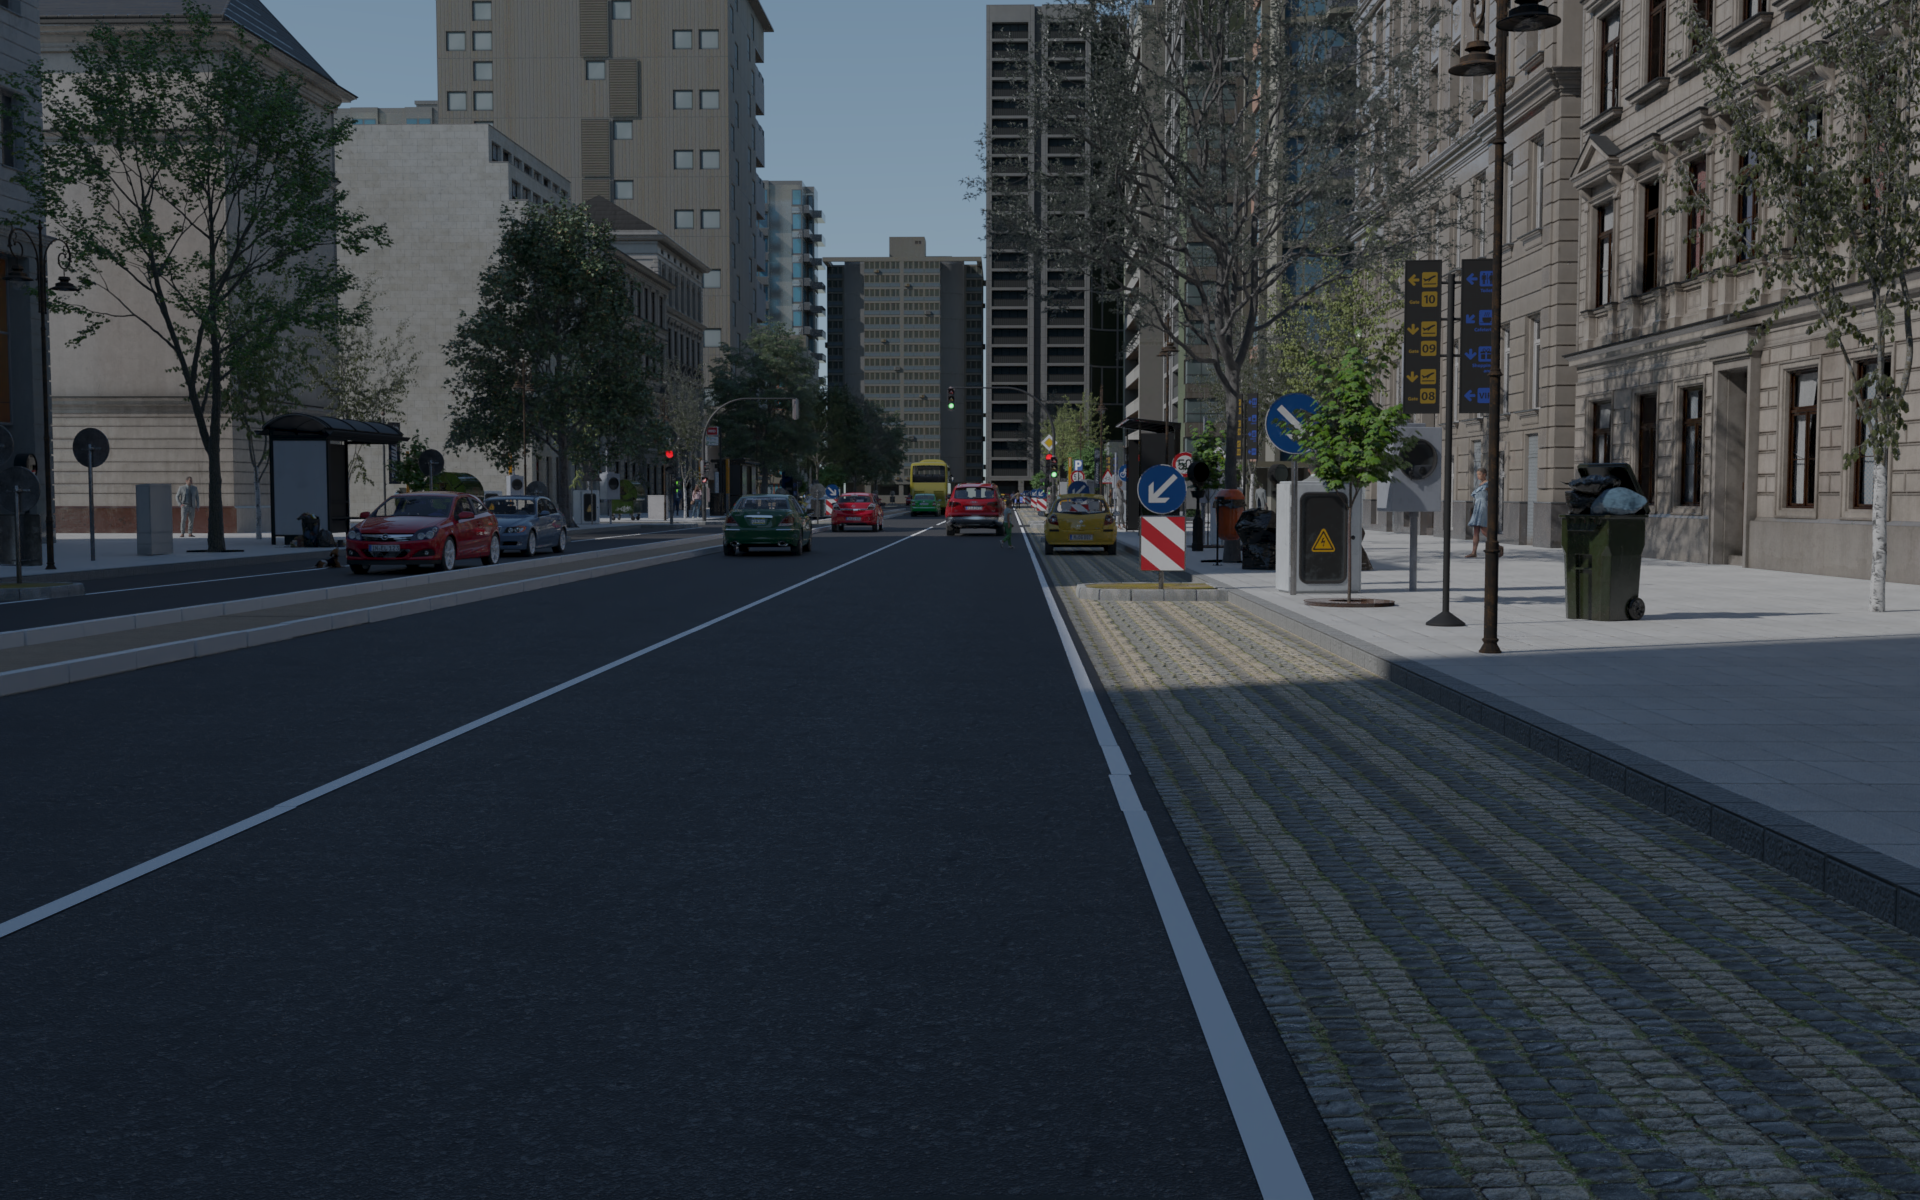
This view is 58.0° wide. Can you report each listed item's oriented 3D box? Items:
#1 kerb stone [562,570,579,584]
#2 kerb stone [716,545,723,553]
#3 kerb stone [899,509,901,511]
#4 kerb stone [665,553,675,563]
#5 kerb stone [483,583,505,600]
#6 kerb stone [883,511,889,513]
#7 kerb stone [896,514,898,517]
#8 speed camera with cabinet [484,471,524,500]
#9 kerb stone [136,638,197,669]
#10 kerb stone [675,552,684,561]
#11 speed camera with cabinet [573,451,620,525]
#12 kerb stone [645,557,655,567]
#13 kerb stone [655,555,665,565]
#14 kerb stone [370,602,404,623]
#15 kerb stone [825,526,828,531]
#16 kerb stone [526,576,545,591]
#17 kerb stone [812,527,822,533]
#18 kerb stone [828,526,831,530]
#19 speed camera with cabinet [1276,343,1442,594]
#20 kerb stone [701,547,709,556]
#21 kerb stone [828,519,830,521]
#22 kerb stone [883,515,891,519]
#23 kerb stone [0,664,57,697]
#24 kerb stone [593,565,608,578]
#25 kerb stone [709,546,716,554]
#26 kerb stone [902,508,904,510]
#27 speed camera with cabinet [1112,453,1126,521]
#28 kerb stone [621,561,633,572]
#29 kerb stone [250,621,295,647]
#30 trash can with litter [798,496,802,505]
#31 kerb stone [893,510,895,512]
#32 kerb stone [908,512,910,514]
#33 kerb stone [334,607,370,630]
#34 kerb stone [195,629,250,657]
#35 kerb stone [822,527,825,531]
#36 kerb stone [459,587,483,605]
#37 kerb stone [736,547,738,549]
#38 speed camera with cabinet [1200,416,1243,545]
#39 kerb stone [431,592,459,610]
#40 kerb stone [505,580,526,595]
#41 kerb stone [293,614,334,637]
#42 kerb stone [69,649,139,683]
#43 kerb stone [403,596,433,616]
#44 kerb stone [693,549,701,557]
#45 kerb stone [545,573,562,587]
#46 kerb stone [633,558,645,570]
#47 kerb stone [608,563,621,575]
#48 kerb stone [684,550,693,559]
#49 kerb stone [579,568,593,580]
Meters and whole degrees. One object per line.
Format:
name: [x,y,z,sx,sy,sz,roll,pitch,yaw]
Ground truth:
kerb stone: [-6.394,-0.355,28.007,0.120,0.150,1.000,0,4,2]
kerb stone: [-6.003,-1.232,42.363,0.120,0.150,1.000,0,4,2]
kerb stone: [-5.255,-7.475,144.418,0.120,0.150,1.000,0,4,2]
kerb stone: [-6.173,-0.857,36.227,0.120,0.150,1.000,0,4,2]
kerb stone: [-6.513,-0.102,23.890,0.120,0.150,1.000,0,4,2]
kerb stone: [-5.626,-6.660,131.079,0.120,0.150,1.000,0,4,2]
kerb stone: [-4.159,-5.276,108.460,0.120,0.150,1.000,0,4,2]
speed camera with cabinet: [-21.848,-5.391,82.476,2.038,3.252,0.660,-2,4,-34]
kerb stone: [-6.778,0.460,14.669,0.120,0.150,1.000,0,4,2]
kerb stone: [-6.137,-0.920,37.251,0.120,0.150,1.000,0,4,2]
speed camera with cabinet: [-15.446,-4.850,73.639,0.660,3.252,2.038,3,5,42]
kerb stone: [-6.229,-0.733,34.173,0.120,0.150,1.000,0,4,2]
kerb stone: [-6.199,-0.795,35.196,0.120,0.150,1.000,0,4,2]
kerb stone: [-6.619,0.147,19.789,0.120,0.150,1.000,0,4,2]
kerb stone: [-5.311,-2.737,66.951,0.120,0.150,1.000,0,4,2]
kerb stone: [-6.452,-0.229,25.940,0.120,0.150,1.000,0,4,2]
kerb stone: [-5.367,-2.612,64.899,0.120,0.150,1.000,0,4,2]
kerb stone: [-5.285,-2.800,67.975,0.120,0.150,1.000,0,4,2]
speed camera with cabinet: [5.197,-1.726,22.563,2.038,3.252,0.660,0,4,-7]
kerb stone: [-6.056,-1.108,40.319,0.120,0.150,1.000,0,4,2]
kerb stone: [-6.828,-4.023,88.038,0.120,0.150,1.000,0,4,2]
kerb stone: [-4.329,-4.890,102.315,0.120,0.150,1.000,0,4,2]
kerb stone: [-6.826,0.586,12.620,0.120,0.150,1.000,0,4,2]
kerb stone: [-6.336,-0.481,30.064,0.120,0.150,1.000,0,4,2]
kerb stone: [-6.026,-1.171,41.341,0.120,0.150,1.000,0,4,2]
kerb stone: [-5.148,-7.726,148.514,0.120,0.150,1.000,0,4,2]
speed camera with cabinet: [7.724,-5.376,82.226,0.660,3.252,2.038,0,4,-7]
kerb stone: [-6.279,-0.607,32.115,0.120,0.150,1.000,0,4,2]
kerb stone: [-6.709,0.341,16.716,0.120,0.150,1.000,0,4,2]
trash can with litter: [-12.533,-7.678,136.929,1.055,1.170,0.624,1,4,15]
kerb stone: [-5.459,-7.035,137.225,0.120,0.150,1.000,0,4,2]
kerb stone: [-3.781,-6.092,121.795,0.120,0.150,1.000,0,4,2]
kerb stone: [-6.662,0.210,18.767,0.120,0.150,1.000,0,4,2]
kerb stone: [-6.740,0.398,15.695,0.120,0.150,1.000,0,4,2]
kerb stone: [-5.339,-2.675,65.924,0.120,0.150,1.000,0,4,2]
kerb stone: [-6.539,-0.041,22.859,0.120,0.150,1.000,0,4,2]
kerb stone: [-5.888,-1.480,46.462,0.120,0.150,1.000,0,4,2]
speed camera with cabinet: [6.558,-3.013,43.592,0.660,3.252,2.038,-1,4,-9]
kerb stone: [-6.566,0.022,21.835,0.120,0.150,1.000,0,4,2]
kerb stone: [-6.483,-0.165,24.912,0.120,0.150,1.000,0,4,2]
kerb stone: [-6.695,0.273,17.738,0.120,0.150,1.000,0,4,2]
kerb stone: [-6.799,0.523,13.643,0.120,0.150,1.000,0,4,2]
kerb stone: [-6.594,0.087,20.811,0.120,0.150,1.000,0,4,2]
kerb stone: [-6.081,-1.043,39.298,0.120,0.150,1.000,0,4,2]
kerb stone: [-6.425,-0.292,26.967,0.120,0.150,1.000,0,4,2]
kerb stone: [-6.250,-0.668,33.137,0.120,0.150,1.000,0,4,2]
kerb stone: [-6.308,-0.543,31.094,0.120,0.150,1.000,0,4,2]
kerb stone: [-6.116,-0.984,38.276,0.120,0.150,1.000,0,4,2]
kerb stone: [-6.373,-0.419,29.042,0.120,0.150,1.000,0,4,2]
